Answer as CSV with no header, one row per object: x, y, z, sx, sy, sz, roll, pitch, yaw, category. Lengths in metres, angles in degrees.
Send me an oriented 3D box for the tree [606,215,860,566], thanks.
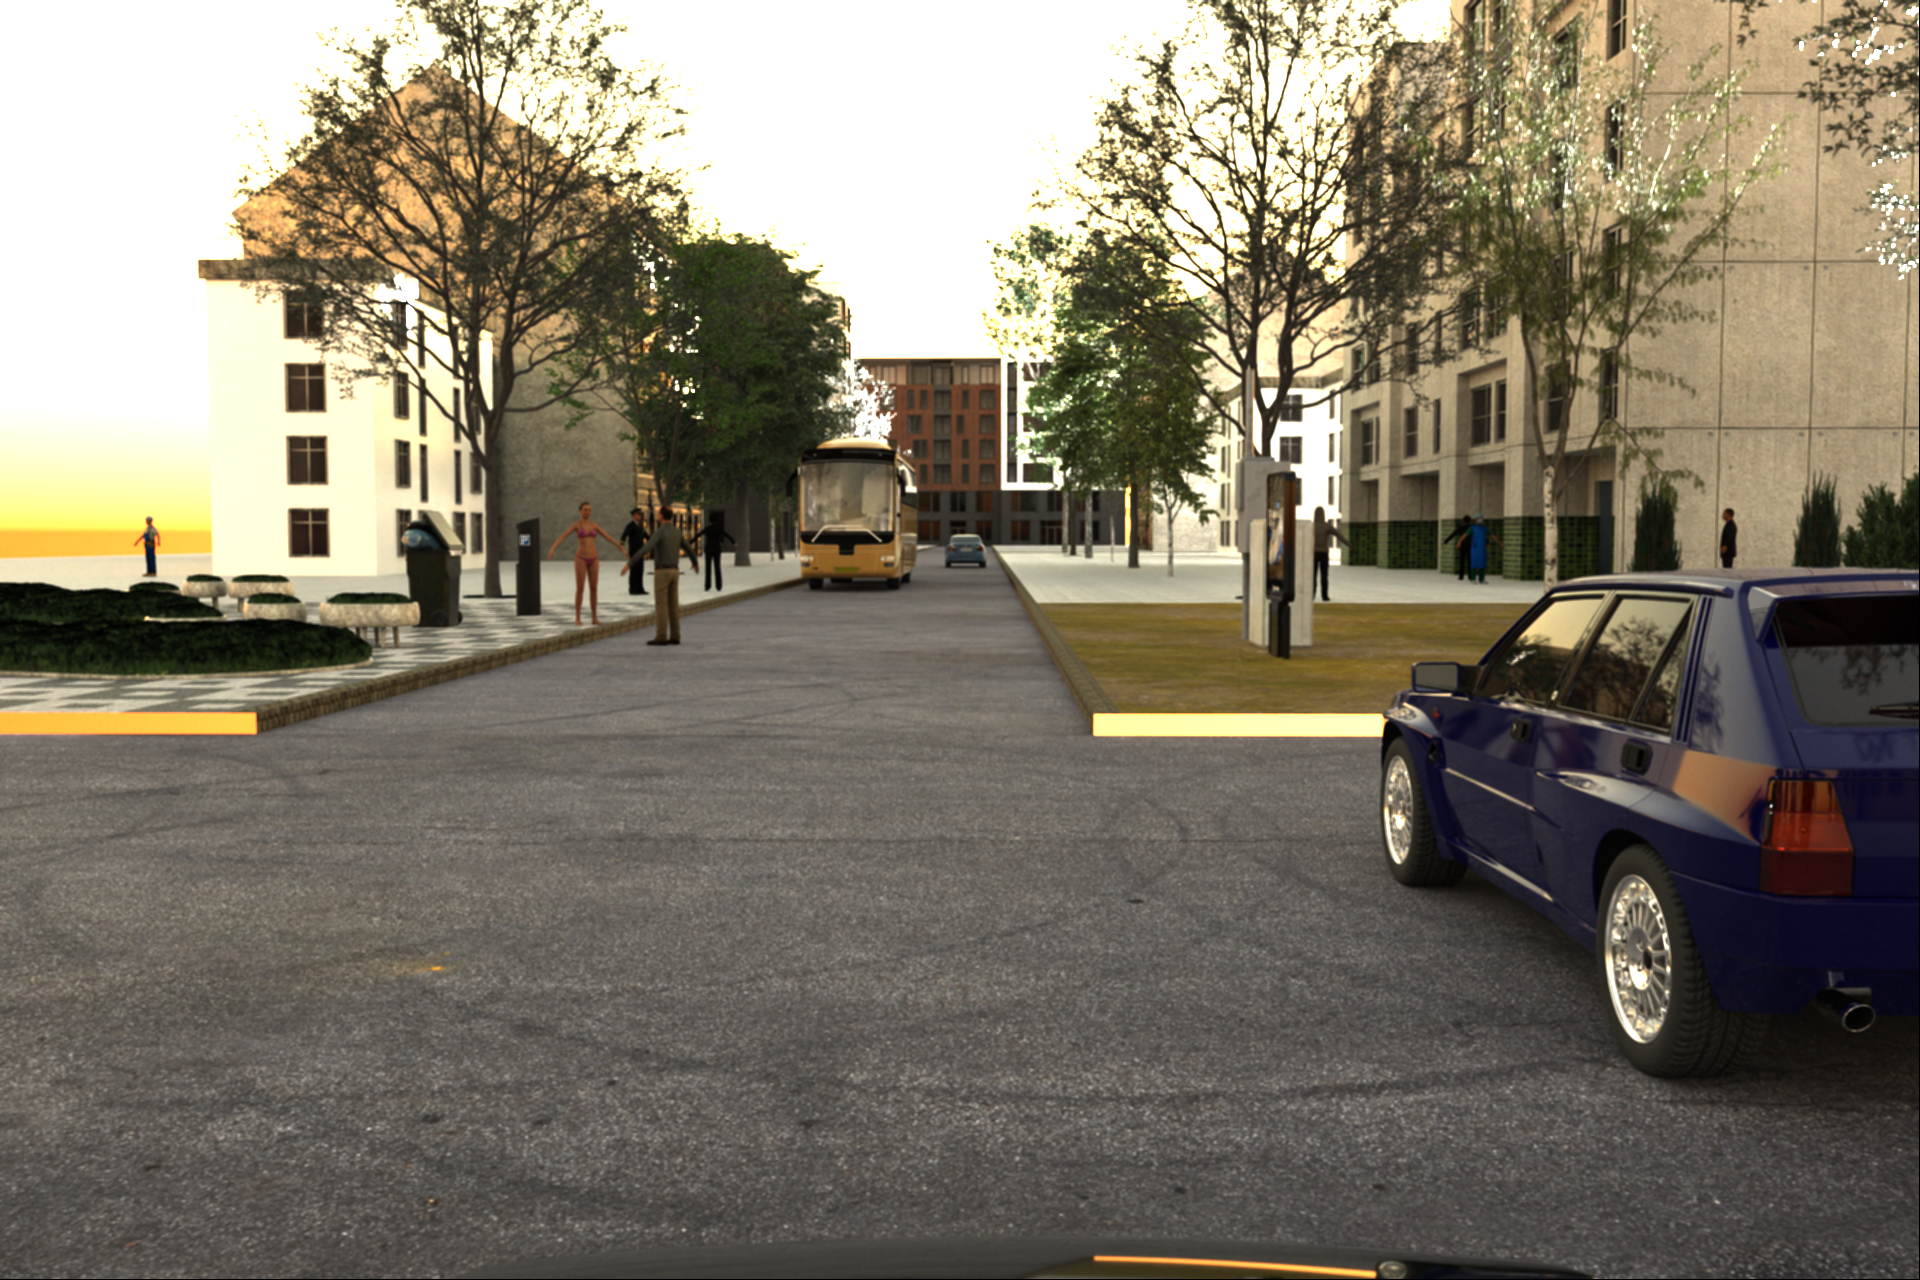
-8.795,-9.916,68.788,9.857,13.997,8.962,0,3,0,tree

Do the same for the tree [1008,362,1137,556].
6.716,-10.818,102.625,9.928,11.665,9.643,0,3,0,tree

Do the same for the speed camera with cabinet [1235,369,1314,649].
3.670,-1.584,20.229,0.660,3.252,2.038,0,4,0,speed camera with cabinet

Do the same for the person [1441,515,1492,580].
14.167,-2.585,48.448,1.347,1.806,0.705,1,4,16,person

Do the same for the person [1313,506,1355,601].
6.907,-1.662,33.303,1.348,1.813,0.705,1,4,14,person

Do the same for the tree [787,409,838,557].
-8.808,-8.875,95.461,4.737,8.622,4.395,0,3,0,tree

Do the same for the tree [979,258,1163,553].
8.364,-15.821,114.564,12.611,20.169,13.585,0,3,0,tree

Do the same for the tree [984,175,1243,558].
7.943,-14.349,90.499,12.611,20.169,13.585,0,3,0,tree

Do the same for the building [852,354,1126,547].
2.898,-22.198,209.368,32.646,21.610,27.936,0,4,2,building

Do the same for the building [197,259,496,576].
-22.452,-7.638,67.033,9.099,9.664,28.070,0,4,0,building

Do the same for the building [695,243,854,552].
-23.675,-18.011,138.453,27.936,21.610,32.646,0,4,1,building

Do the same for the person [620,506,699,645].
-3.819,-0.837,22.409,0.705,1.796,1.348,3,4,36,person

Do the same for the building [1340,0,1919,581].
23.863,-11.543,55.191,16.747,18.905,31.486,0,4,1,building

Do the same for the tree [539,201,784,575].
-9.426,-7.893,54.804,9.928,11.665,9.643,0,3,0,tree

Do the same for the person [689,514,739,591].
-5.599,-1.983,39.147,1.216,1.740,0.721,-1,4,-18,person

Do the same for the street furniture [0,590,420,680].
-10.689,-0.141,17.931,10.072,0.657,5.734,0,4,6,street furniture

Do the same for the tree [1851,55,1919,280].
19.617,-7.153,27.327,12.009,13.543,11.850,0,3,0,tree

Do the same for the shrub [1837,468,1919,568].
11.324,-1.015,20.633,1.661,2.075,1.752,0,3,0,shrub

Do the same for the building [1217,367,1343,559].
20.036,-9.202,92.600,9.099,9.664,28.070,0,4,1,building

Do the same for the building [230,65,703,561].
-24.323,-15.873,90.453,19.493,23.208,18.063,0,4,1,building

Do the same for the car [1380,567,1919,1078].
2.644,0.408,5.910,1.945,1.354,3.894,0,4,0,car

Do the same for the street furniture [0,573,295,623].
-15.701,-0.740,27.719,10.072,0.657,5.734,1,4,22,street furniture

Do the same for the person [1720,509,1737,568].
15.672,-1.785,35.414,0.704,1.802,1.346,1,4,23,person

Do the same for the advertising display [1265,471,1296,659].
3.350,-0.789,18.121,0.123,1.923,0.974,0,4,-1,advertising display

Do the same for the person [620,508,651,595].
-6.818,-1.878,36.646,0.705,1.837,1.347,2,4,26,person

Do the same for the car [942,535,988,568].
0.230,-3.856,75.048,2.014,1.417,4.499,0,4,-1,car

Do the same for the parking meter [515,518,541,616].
-6.810,-1.156,27.308,0.372,1.533,0.369,0,3,0,parking meter

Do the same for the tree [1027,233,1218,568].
6.243,-9.018,65.579,7.486,12.596,7.792,0,3,0,tree

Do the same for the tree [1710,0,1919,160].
8.643,-6.129,10.583,12.009,13.543,11.850,0,3,0,tree

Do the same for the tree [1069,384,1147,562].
7.146,-7.951,80.365,4.360,8.622,3.978,0,3,0,tree

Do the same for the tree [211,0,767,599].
-9.423,-7.580,34.309,12.009,13.543,11.850,0,3,0,tree

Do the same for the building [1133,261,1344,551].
23.967,-18.938,140.564,19.493,23.208,18.063,0,4,1,building

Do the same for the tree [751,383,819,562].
-8.487,-7.953,80.388,4.737,8.622,4.395,0,3,0,tree

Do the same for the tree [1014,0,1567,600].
5.946,-7.541,33.660,12.009,13.543,11.850,0,3,0,tree

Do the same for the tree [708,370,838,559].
-9.363,-9.353,87.338,7.601,10.594,8.767,0,4,3,tree

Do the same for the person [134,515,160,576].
-24.593,-2.855,52.536,1.347,1.847,0.705,2,4,35,person

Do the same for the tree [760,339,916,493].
-8.367,-12.144,108.927,12.009,13.543,11.850,0,3,0,tree

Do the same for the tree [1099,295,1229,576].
6.312,-6.222,52.085,4.737,8.622,4.395,0,3,0,tree

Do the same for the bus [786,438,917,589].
-2.689,-3.463,48.161,2.896,3.916,12.252,0,4,1,bus

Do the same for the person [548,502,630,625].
-5.231,-1.076,24.389,1.217,1.733,0.721,-2,4,-35,person

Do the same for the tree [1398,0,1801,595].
6.884,-4.268,20.151,4.360,8.622,3.978,0,3,0,tree

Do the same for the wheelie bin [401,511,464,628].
-7.292,-0.980,23.936,0.693,1.594,0.980,0,4,3,wheelie bin

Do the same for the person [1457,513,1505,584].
13.427,-2.364,44.784,1.347,1.817,0.704,-1,4,-13,person
